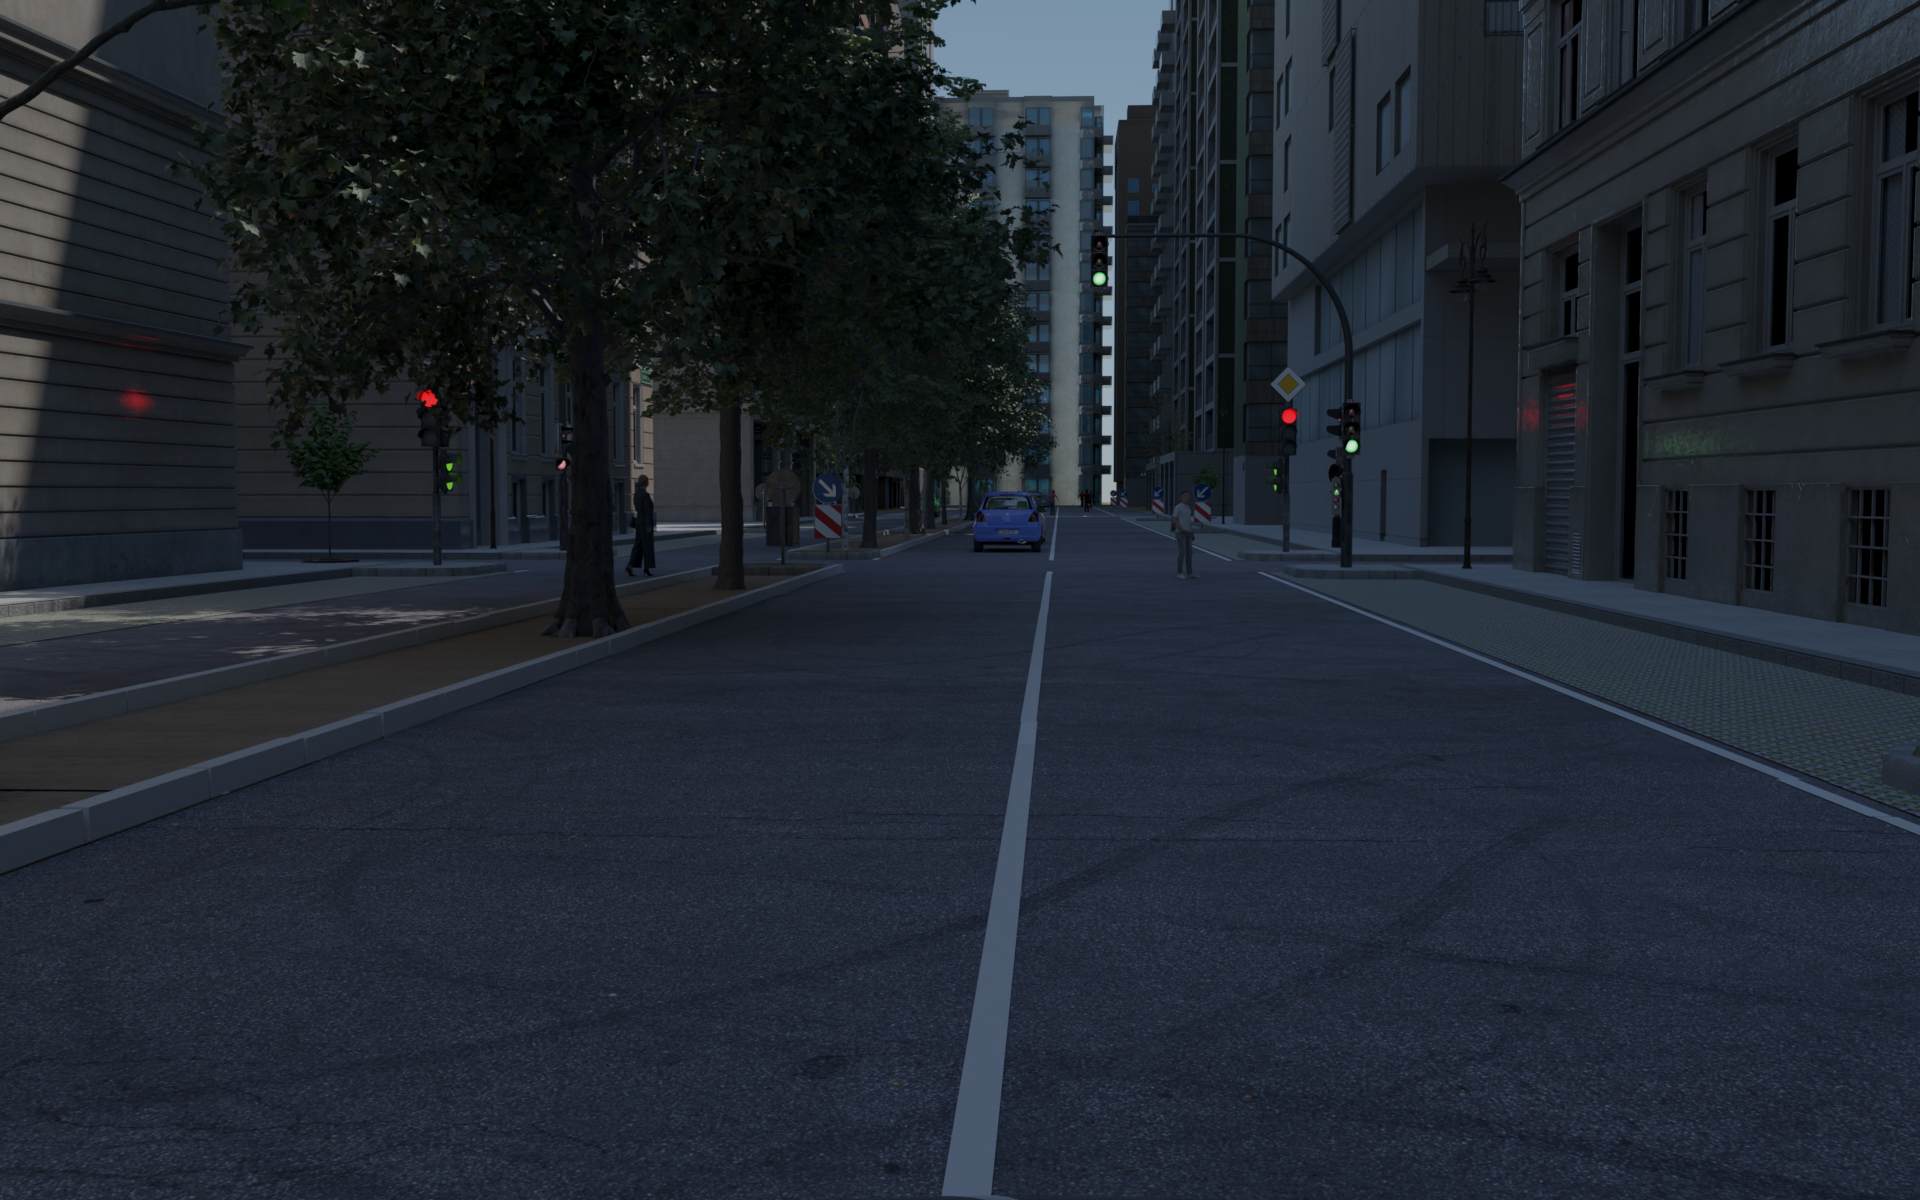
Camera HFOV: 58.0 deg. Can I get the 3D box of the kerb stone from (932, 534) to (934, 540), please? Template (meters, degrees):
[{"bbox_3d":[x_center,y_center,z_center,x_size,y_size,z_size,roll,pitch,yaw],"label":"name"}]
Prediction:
[{"bbox_3d":[-0.978,-1.893,53.173,0.120,0.150,1.000,0,4,3],"label":"kerb stone"}]

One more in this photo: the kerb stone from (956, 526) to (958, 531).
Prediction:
[{"bbox_3d":[-0.262,-2.646,65.456,0.120,0.150,1.000,0,4,3],"label":"kerb stone"}]

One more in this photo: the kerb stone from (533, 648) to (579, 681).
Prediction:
[{"bbox_3d":[-3.247,0.522,13.753,0.120,0.150,1.000,0,4,3],"label":"kerb stone"}]

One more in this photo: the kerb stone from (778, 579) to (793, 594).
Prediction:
[{"bbox_3d":[-2.590,-0.173,25.030,0.120,0.150,1.000,0,4,3],"label":"kerb stone"}]

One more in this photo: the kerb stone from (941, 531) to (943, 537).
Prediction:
[{"bbox_3d":[-0.735,-2.145,57.271,0.120,0.150,1.000,0,4,3],"label":"kerb stone"}]

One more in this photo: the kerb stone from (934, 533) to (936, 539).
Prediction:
[{"bbox_3d":[-0.920,-1.957,54.199,0.120,0.150,1.000,0,4,3],"label":"kerb stone"}]

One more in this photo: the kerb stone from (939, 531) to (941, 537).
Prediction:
[{"bbox_3d":[-0.793,-2.081,56.249,0.120,0.150,1.000,0,4,3],"label":"kerb stone"}]

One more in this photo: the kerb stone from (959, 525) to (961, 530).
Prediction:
[{"bbox_3d":[-0.149,-2.771,67.498,0.120,0.150,1.000,0,4,3],"label":"kerb stone"}]

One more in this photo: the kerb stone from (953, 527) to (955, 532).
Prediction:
[{"bbox_3d":[-0.382,-2.521,63.413,0.120,0.150,1.000,0,4,3],"label":"kerb stone"}]

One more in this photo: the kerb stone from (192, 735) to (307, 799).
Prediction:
[{"bbox_3d":[-3.542,0.830,8.627,0.120,0.150,1.000,0,4,3],"label":"kerb stone"}]

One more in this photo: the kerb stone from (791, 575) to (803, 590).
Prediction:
[{"bbox_3d":[-2.533,-0.234,26.050,0.120,0.150,1.000,0,4,3],"label":"kerb stone"}]

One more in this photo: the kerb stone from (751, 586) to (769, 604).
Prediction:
[{"bbox_3d":[-2.717,-0.048,22.973,0.120,0.150,1.000,0,4,3],"label":"kerb stone"}]

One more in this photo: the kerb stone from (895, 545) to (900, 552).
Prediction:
[{"bbox_3d":[-1.626,-1.203,41.907,0.120,0.150,1.000,0,4,3],"label":"kerb stone"}]

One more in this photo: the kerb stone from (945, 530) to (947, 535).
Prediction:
[{"bbox_3d":[-0.619,-2.270,59.320,0.120,0.150,1.000,0,4,3],"label":"kerb stone"}]

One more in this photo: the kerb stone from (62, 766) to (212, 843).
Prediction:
[{"bbox_3d":[-3.603,0.894,7.607,0.120,0.150,1.000,0,4,3],"label":"kerb stone"}]

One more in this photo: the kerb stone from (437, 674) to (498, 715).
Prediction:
[{"bbox_3d":[-3.359,0.643,11.702,0.120,0.150,1.000,0,4,3],"label":"kerb stone"}]

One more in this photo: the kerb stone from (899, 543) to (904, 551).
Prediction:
[{"bbox_3d":[-1.566,-1.268,42.928,0.120,0.150,1.000,0,4,3],"label":"kerb stone"}]

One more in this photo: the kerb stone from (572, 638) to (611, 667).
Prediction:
[{"bbox_3d":[-3.186,0.460,14.779,0.120,0.150,1.000,0,4,3],"label":"kerb stone"}]

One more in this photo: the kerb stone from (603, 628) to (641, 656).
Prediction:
[{"bbox_3d":[-3.119,0.394,15.805,0.120,0.150,1.000,0,4,3],"label":"kerb stone"}]

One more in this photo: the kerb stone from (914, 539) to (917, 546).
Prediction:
[{"bbox_3d":[-1.341,-1.518,47.013,0.120,0.150,1.000,0,4,3],"label":"kerb stone"}]

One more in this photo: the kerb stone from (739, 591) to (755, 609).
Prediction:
[{"bbox_3d":[-2.773,0.017,21.951,0.120,0.150,1.000,0,4,3],"label":"kerb stone"}]

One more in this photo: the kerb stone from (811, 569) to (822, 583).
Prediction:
[{"bbox_3d":[-2.416,-0.361,28.099,0.120,0.150,1.000,0,4,3],"label":"kerb stone"}]

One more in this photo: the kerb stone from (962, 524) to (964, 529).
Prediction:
[{"bbox_3d":[-0.025,-2.896,69.546,0.120,0.150,1.000,0,4,3],"label":"kerb stone"}]

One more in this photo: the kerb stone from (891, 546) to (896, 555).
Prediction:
[{"bbox_3d":[-1.682,-1.143,40.886,0.120,0.150,1.000,0,4,3],"label":"kerb stone"}]

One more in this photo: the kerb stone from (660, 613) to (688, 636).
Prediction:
[{"bbox_3d":[-3.003,0.265,17.857,0.120,0.150,1.000,0,4,3],"label":"kerb stone"}]

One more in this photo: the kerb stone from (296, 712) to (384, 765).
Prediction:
[{"bbox_3d":[-3.481,0.774,9.651,0.120,0.150,1.000,0,4,3],"label":"kerb stone"}]

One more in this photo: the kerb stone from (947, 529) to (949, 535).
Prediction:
[{"bbox_3d":[-0.554,-2.327,60.341,0.120,0.150,1.000,0,4,3],"label":"kerb stone"}]

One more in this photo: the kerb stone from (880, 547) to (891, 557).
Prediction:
[{"bbox_3d":[-1.748,-1.080,39.852,0.120,0.150,1.000,0,4,3],"label":"kerb stone"}]

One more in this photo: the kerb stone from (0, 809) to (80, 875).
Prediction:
[{"bbox_3d":[-3.665,0.959,6.572,0.120,0.150,1.000,0,4,3],"label":"kerb stone"}]

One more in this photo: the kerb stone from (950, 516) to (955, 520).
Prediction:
[{"bbox_3d":[-0.534,-4.590,97.306,0.120,0.150,1.000,0,4,3],"label":"kerb stone"}]

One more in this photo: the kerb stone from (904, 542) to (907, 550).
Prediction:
[{"bbox_3d":[-1.504,-1.330,43.948,0.120,0.150,1.000,0,4,3],"label":"kerb stone"}]

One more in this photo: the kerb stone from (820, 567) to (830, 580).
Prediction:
[{"bbox_3d":[-2.359,-0.423,29.119,0.120,0.150,1.000,0,4,3],"label":"kerb stone"}]

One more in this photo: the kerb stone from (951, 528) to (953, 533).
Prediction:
[{"bbox_3d":[-0.450,-2.457,62.394,0.120,0.150,1.000,0,4,3],"label":"kerb stone"}]

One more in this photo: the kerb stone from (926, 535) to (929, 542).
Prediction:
[{"bbox_3d":[-1.094,-1.769,51.126,0.120,0.150,1.000,0,4,3],"label":"kerb stone"}]

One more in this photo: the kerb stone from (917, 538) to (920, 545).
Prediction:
[{"bbox_3d":[-1.272,-1.581,48.040,0.120,0.150,1.000,0,4,3],"label":"kerb stone"}]

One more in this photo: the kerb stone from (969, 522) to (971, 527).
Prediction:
[{"bbox_3d":[0.266,-3.209,74.666,0.120,0.150,1.000,0,4,3],"label":"kerb stone"}]

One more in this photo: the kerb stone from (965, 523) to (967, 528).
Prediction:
[{"bbox_3d":[0.088,-3.021,71.587,0.120,0.150,1.000,0,4,3],"label":"kerb stone"}]

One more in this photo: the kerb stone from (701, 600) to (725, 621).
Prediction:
[{"bbox_3d":[-2.891,0.140,19.903,0.120,0.150,1.000,0,4,3],"label":"kerb stone"}]

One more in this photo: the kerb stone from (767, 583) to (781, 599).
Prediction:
[{"bbox_3d":[-2.656,-0.105,23.999,0.120,0.150,1.000,0,4,3],"label":"kerb stone"}]

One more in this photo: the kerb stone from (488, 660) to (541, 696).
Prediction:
[{"bbox_3d":[-3.306,0.582,12.733,0.120,0.150,1.000,0,4,3],"label":"kerb stone"}]

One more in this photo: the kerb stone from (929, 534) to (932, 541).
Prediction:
[{"bbox_3d":[-1.030,-1.832,52.146,0.120,0.150,1.000,0,4,3],"label":"kerb stone"}]

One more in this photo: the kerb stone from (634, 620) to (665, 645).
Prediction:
[{"bbox_3d":[-3.066,0.328,16.831,0.120,0.150,1.000,0,4,3],"label":"kerb stone"}]

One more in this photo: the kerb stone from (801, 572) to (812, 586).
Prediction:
[{"bbox_3d":[-2.480,-0.298,27.071,0.120,0.150,1.000,0,4,3],"label":"kerb stone"}]

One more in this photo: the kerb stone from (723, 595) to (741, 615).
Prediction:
[{"bbox_3d":[-2.828,0.079,20.931,0.120,0.150,1.000,0,4,3],"label":"kerb stone"}]

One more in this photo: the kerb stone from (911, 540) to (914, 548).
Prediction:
[{"bbox_3d":[-1.386,-1.455,45.992,0.120,0.150,1.000,0,4,3],"label":"kerb stone"}]

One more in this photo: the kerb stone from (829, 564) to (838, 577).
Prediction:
[{"bbox_3d":[-2.297,-0.486,30.144,0.120,0.150,1.000,0,4,3],"label":"kerb stone"}]

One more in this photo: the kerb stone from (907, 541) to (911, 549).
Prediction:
[{"bbox_3d":[-1.450,-1.393,44.969,0.120,0.150,1.000,0,4,3],"label":"kerb stone"}]

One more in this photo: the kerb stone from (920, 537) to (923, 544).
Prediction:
[{"bbox_3d":[-1.211,-1.644,49.071,0.120,0.150,1.000,0,4,3],"label":"kerb stone"}]

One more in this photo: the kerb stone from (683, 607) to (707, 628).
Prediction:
[{"bbox_3d":[-2.950,0.207,18.883,0.120,0.150,1.000,0,4,3],"label":"kerb stone"}]

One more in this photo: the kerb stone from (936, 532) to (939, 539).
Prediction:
[{"bbox_3d":[-0.854,-2.020,55.219,0.120,0.150,1.000,0,4,3],"label":"kerb stone"}]

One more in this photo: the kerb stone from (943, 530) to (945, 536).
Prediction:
[{"bbox_3d":[-0.682,-2.208,58.292,0.120,0.150,1.000,0,4,3],"label":"kerb stone"}]

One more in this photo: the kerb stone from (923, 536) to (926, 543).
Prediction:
[{"bbox_3d":[-1.150,-1.707,50.103,0.120,0.150,1.000,0,4,3],"label":"kerb stone"}]

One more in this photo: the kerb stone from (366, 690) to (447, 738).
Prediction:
[{"bbox_3d":[-3.418,0.704,10.682,0.120,0.150,1.000,0,4,3],"label":"kerb stone"}]

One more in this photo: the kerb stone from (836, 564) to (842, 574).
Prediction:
[{"bbox_3d":[-2.238,-0.547,31.169,0.120,0.150,1.000,0,4,3],"label":"kerb stone"}]

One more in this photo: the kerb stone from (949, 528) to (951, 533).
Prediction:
[{"bbox_3d":[-0.499,-2.396,61.363,0.120,0.150,1.000,0,4,3],"label":"kerb stone"}]
